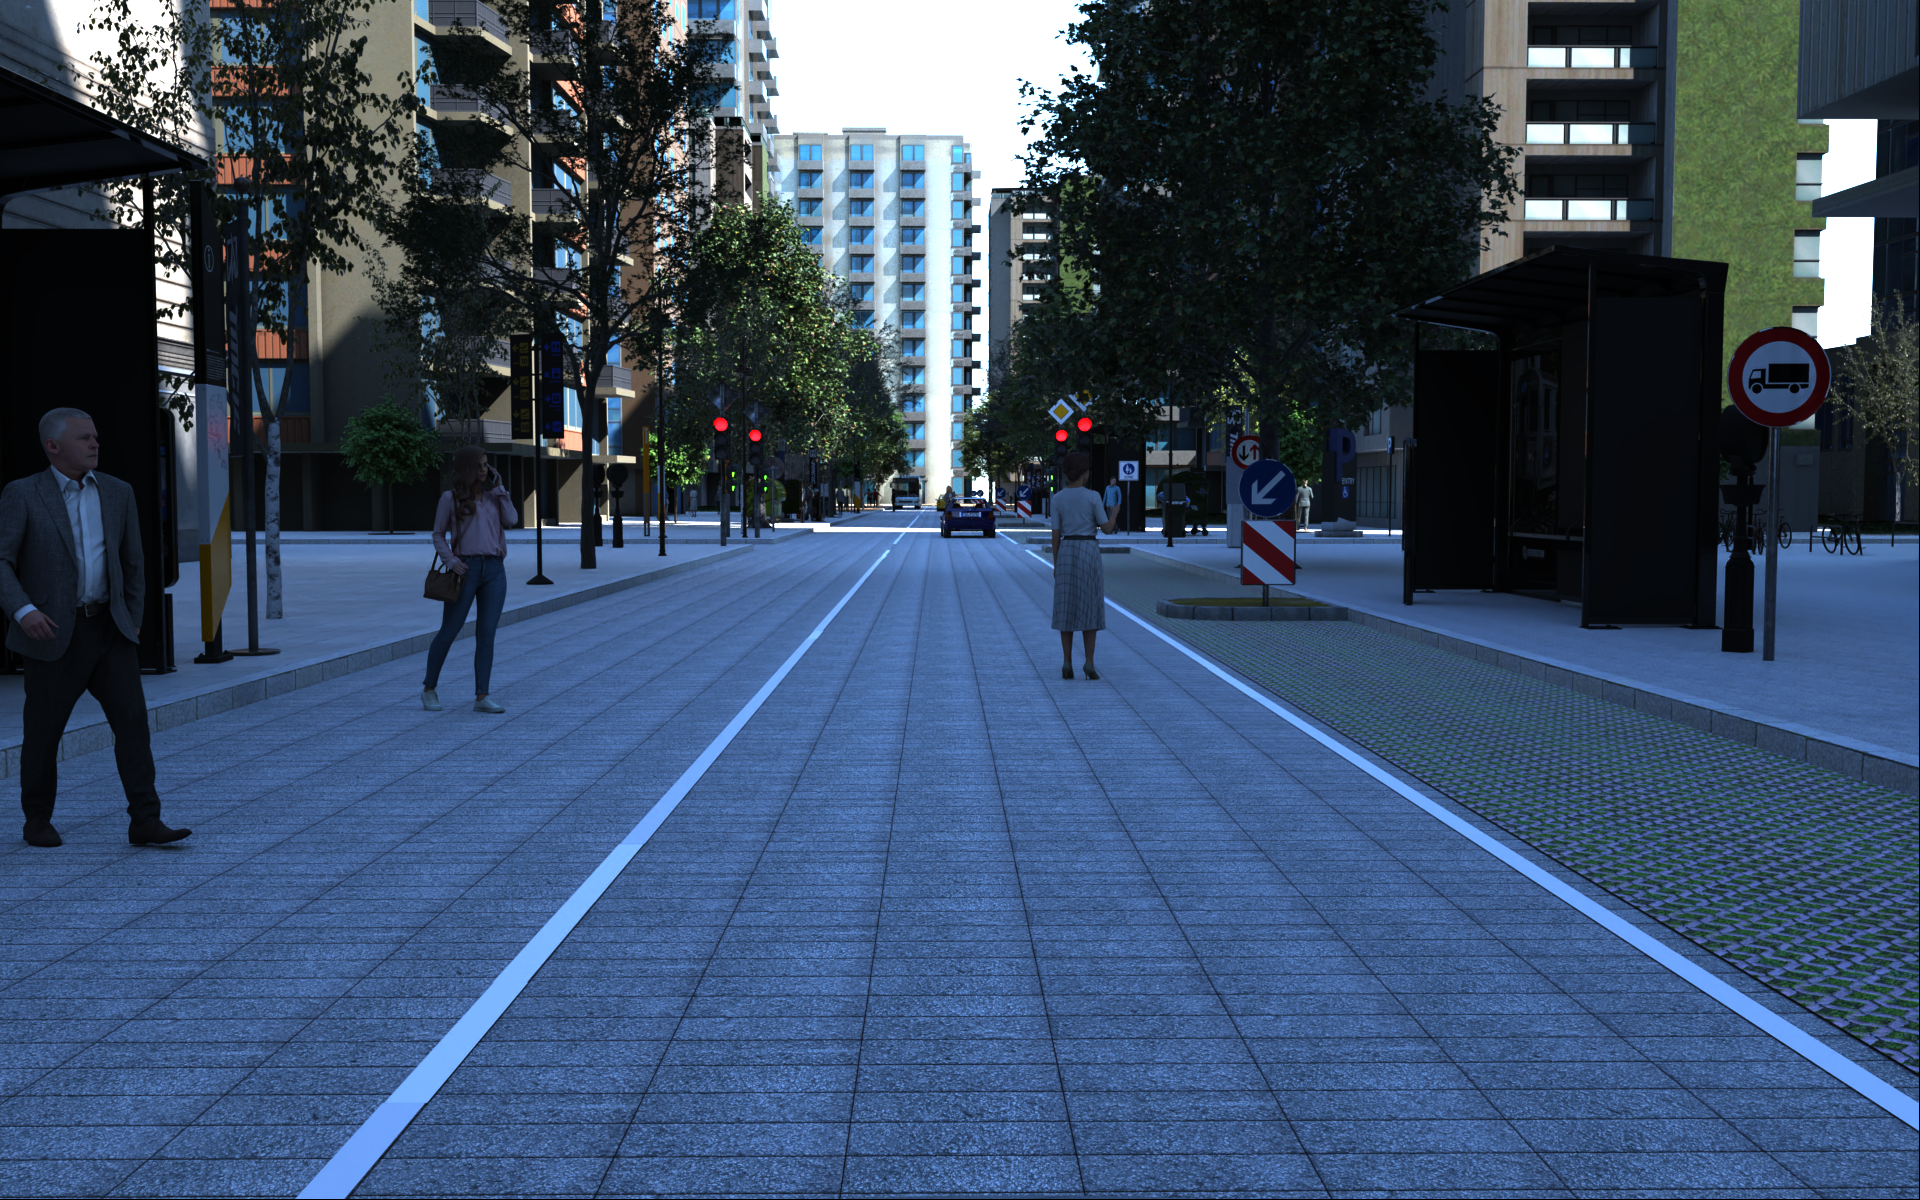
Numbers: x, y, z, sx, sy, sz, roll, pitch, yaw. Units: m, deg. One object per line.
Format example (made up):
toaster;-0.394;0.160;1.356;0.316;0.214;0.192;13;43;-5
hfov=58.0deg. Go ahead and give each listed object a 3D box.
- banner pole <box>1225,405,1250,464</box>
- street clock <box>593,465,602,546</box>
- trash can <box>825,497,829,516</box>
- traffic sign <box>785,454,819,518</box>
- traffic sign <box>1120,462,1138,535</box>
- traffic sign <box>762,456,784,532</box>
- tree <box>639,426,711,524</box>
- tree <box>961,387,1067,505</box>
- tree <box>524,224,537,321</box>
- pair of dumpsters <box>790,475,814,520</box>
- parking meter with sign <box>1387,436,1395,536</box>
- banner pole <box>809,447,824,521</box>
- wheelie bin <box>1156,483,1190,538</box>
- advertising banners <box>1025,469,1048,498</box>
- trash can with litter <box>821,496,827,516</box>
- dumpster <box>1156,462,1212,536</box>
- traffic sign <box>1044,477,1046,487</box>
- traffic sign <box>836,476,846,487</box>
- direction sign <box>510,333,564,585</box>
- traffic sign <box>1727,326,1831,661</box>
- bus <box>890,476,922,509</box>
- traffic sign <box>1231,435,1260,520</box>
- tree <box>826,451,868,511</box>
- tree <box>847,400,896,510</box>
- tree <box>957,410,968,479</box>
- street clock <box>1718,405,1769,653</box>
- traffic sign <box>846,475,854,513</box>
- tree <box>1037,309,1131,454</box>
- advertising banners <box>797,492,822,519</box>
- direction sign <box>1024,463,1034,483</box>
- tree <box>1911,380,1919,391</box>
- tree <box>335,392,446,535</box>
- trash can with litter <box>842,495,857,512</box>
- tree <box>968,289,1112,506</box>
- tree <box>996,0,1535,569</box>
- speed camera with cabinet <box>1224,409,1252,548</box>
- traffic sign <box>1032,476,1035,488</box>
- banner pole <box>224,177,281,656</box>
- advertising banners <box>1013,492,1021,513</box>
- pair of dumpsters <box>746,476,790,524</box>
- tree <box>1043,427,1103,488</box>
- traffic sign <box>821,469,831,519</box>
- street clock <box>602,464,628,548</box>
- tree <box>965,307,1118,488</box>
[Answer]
banner pole;6.895;-3.224;42.729;0.863;3.779;0.401;3;4;38
street clock;-8.901;-2.318;42.473;0.358;2.002;0.471;1;4;16
trash can;-7.917;-5.500;101.585;0.748;1.137;0.748;0;3;0
traffic sign;-8.190;-5.710;87.239;2.265;3.308;0.079;0;4;4
traffic sign;5.235;-3.160;53.799;0.606;2.300;0.079;0;4;2
traffic sign;-6.327;-3.582;58.666;0.768;2.556;0.104;0;4;3
tree;-12.289;-5.551;74.479;4.285;4.588;4.351;0;3;0
tree;4.768;-12.226;134.299;8.767;10.594;7.601;1;4;23
tree;-11.368;-5.433;39.190;4.360;8.622;3.978;0;3;0
pair of dumpsters;-8.045;-5.023;84.625;1.574;2.255;4.437;0;4;-1
parking meter with sign;13.821;-3.426;52.274;1.738;3.016;0.543;0;4;1
banner pole;-6.809;-5.619;81.885;0.863;3.779;0.401;-3;5;-43
wheelie bin;6.286;-2.647;51.183;0.980;1.594;0.693;0;4;-3
advertising banners;5.493;-7.541;119.483;2.074;3.025;0.090;0;4;6
trash can with litter;-8.129;-5.419;99.988;0.624;1.170;1.055;-2;4;-33
dumpster;6.934;-3.124;53.569;1.502;2.255;1.985;0;4;-1
traffic sign;5.981;-7.712;126.202;0.768;2.556;0.104;0;4;0
traffic sign;-8.591;-7.664;125.420;0.768;2.556;0.104;0;4;8
direction sign;-5.980;-1.991;24.549;0.876;3.537;0.379;1;4;22
traffic sign;6.234;-0.805;13.273;0.768;2.556;0.104;0;4;5
bus;-5.093;-10.598;168.140;2.948;3.499;13.247;0;3;0
traffic sign;6.206;-2.270;37.217;0.768;2.556;0.104;0;4;7
tree;-8.600;-8.961;130.228;4.285;4.588;4.351;0;3;0
tree;-7.400;-11.317;135.392;4.737;8.622;4.395;0;3;0
tree;3.142;-16.615;189.789;7.486;12.596;7.792;0;3;0
street clock;6.334;-0.579;14.045;0.471;2.002;0.358;-3;5;-44
traffic sign;-7.361;-7.175;117.418;0.768;2.556;0.104;0;4;1
tree;5.338;-7.212;68.280;4.360;8.622;3.978;0;3;0
advertising banners;-8.142;-5.679;89.041;2.074;3.025;0.090;0;4;1
direction sign;5.009;-8.209;126.215;0.876;3.537;0.379;3;5;41
tree;13.284;-2.263;20.708;4.285;4.588;4.351;0;3;0
tree;-18.198;-4.363;55.046;4.285;4.588;4.351;0;3;0
trash can with litter;-7.919;-6.829;122.707;1.678;1.210;2.233;-3;5;-39
tree;5.427;-10.902;96.381;7.486;12.596;7.792;0;3;0
tree;5.244;-6.886;29.590;9.611;12.733;9.660;0;3;0
speed camera with cabinet;6.595;-2.850;40.926;0.660;3.252;2.038;1;4;11
traffic sign;5.201;-7.398;121.058;0.768;2.556;0.104;0;4;7
banner pole;-5.799;-1.465;13.968;0.401;3.779;0.863;-2;4;-35
advertising banners;4.705;-7.574;120.029;2.074;3.025;0.090;-1;4;-10
pair of dumpsters;-8.396;-4.394;74.341;1.574;2.255;4.437;0;4;-1
tree;5.719;-6.209;85.227;4.285;4.588;4.351;0;3;0
traffic sign;-6.925;-5.377;88.018;0.768;2.556;0.104;0;4;5
street clock;-8.172;-2.248;41.328;0.471;2.002;0.358;-3;5;-43
tree;5.374;-12.388;112.915;12.009;13.543;11.850;0;3;0
